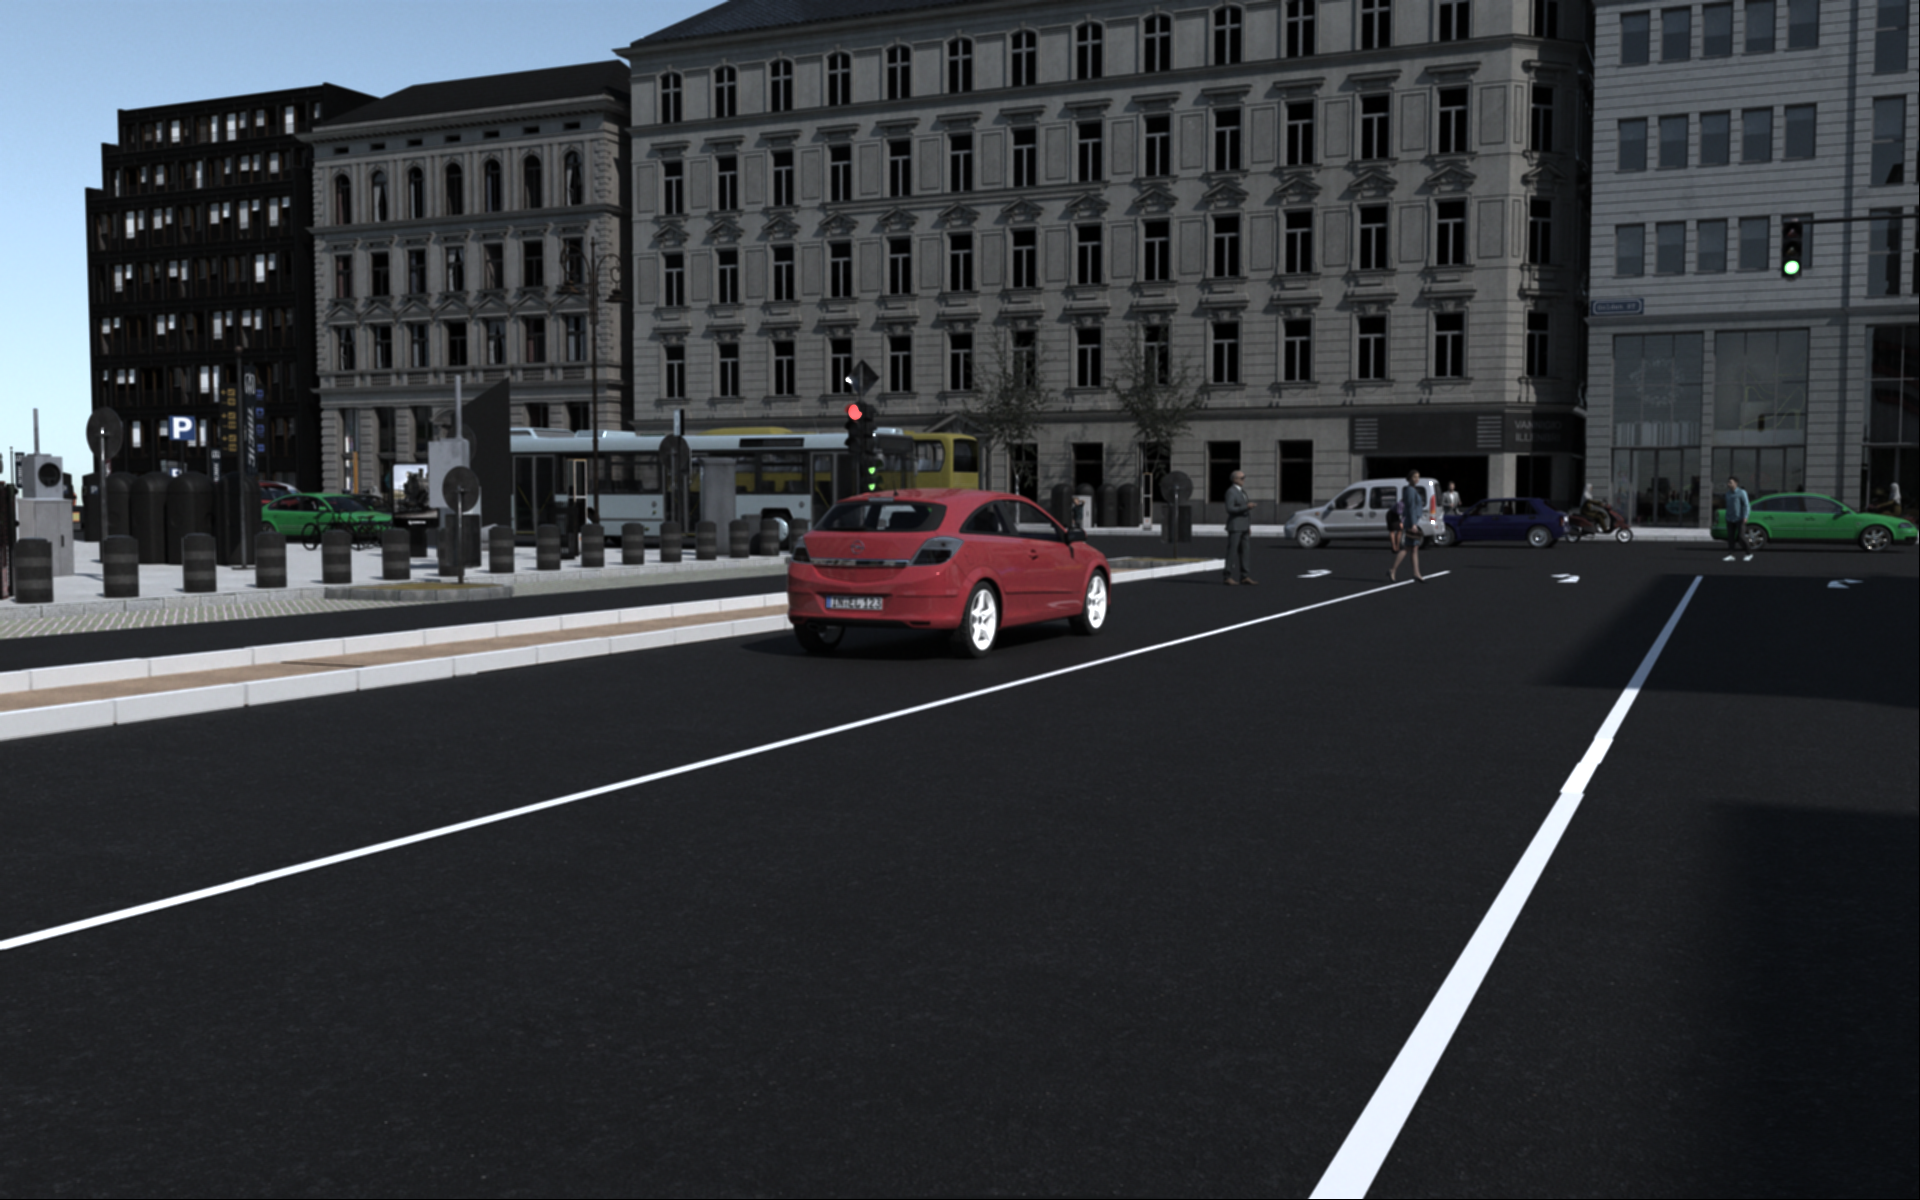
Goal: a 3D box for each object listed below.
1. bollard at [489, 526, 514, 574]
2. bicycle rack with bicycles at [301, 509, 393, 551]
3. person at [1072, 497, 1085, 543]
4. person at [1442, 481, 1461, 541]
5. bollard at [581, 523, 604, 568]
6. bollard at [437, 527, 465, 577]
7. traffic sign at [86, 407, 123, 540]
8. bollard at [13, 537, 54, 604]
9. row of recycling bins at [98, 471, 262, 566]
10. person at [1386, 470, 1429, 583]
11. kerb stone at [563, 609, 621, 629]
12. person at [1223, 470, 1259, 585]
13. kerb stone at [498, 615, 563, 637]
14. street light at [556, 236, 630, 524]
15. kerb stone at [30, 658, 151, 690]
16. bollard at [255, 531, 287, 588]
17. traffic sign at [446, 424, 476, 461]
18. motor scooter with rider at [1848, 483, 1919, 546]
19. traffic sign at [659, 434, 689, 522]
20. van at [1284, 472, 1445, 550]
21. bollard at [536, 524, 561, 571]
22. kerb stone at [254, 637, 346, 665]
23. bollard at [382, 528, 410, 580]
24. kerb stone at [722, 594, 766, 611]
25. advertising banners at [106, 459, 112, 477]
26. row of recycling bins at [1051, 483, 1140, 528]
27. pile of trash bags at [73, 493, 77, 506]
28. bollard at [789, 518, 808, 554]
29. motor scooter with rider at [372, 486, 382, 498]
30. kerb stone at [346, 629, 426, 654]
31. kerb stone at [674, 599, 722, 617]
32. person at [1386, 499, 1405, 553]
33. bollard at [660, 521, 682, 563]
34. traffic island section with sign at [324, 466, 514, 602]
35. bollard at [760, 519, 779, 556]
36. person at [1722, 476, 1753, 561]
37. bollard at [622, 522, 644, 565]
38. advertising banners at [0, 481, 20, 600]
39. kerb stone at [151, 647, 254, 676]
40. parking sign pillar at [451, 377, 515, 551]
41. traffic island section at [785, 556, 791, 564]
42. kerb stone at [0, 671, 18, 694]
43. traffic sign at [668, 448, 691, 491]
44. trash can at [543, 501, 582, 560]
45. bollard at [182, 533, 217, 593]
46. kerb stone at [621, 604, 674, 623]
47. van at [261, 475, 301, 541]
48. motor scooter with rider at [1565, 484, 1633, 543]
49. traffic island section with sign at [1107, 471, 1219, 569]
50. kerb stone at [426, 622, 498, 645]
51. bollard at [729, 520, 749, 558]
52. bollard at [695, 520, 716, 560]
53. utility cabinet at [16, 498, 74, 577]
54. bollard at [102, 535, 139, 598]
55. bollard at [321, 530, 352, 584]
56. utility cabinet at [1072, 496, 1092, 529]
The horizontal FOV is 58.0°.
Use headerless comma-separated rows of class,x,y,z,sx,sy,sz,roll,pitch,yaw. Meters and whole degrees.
bollard,-7.448,-0.820,28.130,0.404,0.777,0.398,0,3,0
bicycle rack with bicycles,-13.919,-1.641,40.210,2.852,0.926,2.925,3,5,39
person,3.344,-2.215,48.623,0.435,1.345,0.340,1,4,17
person,14.443,-2.576,50.811,0.606,1.804,0.583,-1,4,-13
bollard,-6.437,-0.955,30.339,0.404,0.777,0.398,0,3,0
bollard,-7.944,-0.753,27.035,0.404,0.777,0.398,0,3,0
traffic sign,-12.533,-1.544,25.354,0.768,2.556,0.104,2,4,26
bollard,-10.941,-0.351,20.453,0.404,0.777,0.398,0,3,0
row of recycling bins,-14.337,-1.509,31.788,3.534,1.692,1.069,1,4,20
person,7.250,-1.191,27.995,0.654,1.822,0.581,2,4,27
kerb stone,-4.027,0.216,18.667,0.120,0.150,1.000,2,4,24
person,4.450,-1.138,27.280,0.590,1.801,0.661,2,4,31
kerb stone,-4.449,0.274,17.716,0.120,0.150,1.000,2,4,24
street light,-6.586,-3.575,31.245,0.468,5.910,1.993,2,4,24
kerb stone,-6.583,0.559,13.052,0.120,0.150,1.000,2,4,24
bollard,-9.447,-0.552,23.741,0.404,0.777,0.398,0,3,0
traffic sign,-9.058,-1.910,31.342,0.768,2.556,0.104,2,4,30
motor scooter with rider,25.820,-2.416,48.474,1.986,1.779,0.876,2,4,24
traffic sign,-6.068,-2.235,36.640,0.768,2.556,0.104,2,4,26
van,10.616,-2.359,45.582,4.112,2.044,2.013,2,4,23
bollard,-6.947,-0.887,29.223,0.404,0.777,0.398,0,3,0
kerb stone,-5.729,0.446,14.918,0.120,0.150,1.000,2,4,24
bollard,-8.446,-0.686,25.938,0.404,0.777,0.398,0,3,0
kerb stone,-2.741,0.044,21.471,0.120,0.150,1.000,2,4,24
advertising banners,-41.397,-5.462,85.491,2.074,3.025,0.090,1,4,13
row of recycling bins,5.230,-3.635,66.551,3.534,1.692,1.069,-1,4,-17
pile of trash bags,-47.117,-5.259,95.734,3.447,1.369,1.912,1,4,23
bollard,-3.438,-1.359,36.930,0.404,0.777,0.398,0,3,0
motor scooter with rider,-22.140,-3.439,65.189,1.986,1.779,0.876,2,4,26
kerb stone,-5.306,0.392,15.852,0.120,0.150,1.000,2,4,24
kerb stone,-3.173,0.101,20.540,0.120,0.150,1.000,2,4,24
person,10.610,-1.837,41.761,0.421,1.427,0.697,-3,4,-38
bollard,-5.436,-1.090,32.545,0.404,0.777,0.398,0,3,0
traffic island section with sign,-7.309,-0.935,23.923,1.989,1.847,2.006,2,4,24
bollard,-3.940,-1.292,35.835,0.404,0.777,0.398,0,3,0
person,16.809,-1.765,37.374,0.620,1.820,0.660,-2,4,-25
bollard,-5.937,-1.023,31.438,0.404,0.777,0.398,0,3,0
advertising banners,-11.708,-1.525,21.125,0.090,3.025,2.074,-1,4,-20
kerb stone,-6.157,0.509,13.986,0.120,0.150,1.000,2,4,24
parking sign pillar,-10.975,-3.130,39.648,1.447,3.967,1.447,-1,4,-23
traffic island section,-2.079,-0.855,36.263,2.009,0.180,2.903,2,4,24
kerb stone,-7.006,0.619,12.118,0.120,0.150,1.000,2,4,24
traffic sign,-6.217,-2.213,38.318,0.606,2.300,0.079,2,4,26
trash can,-7.778,-1.362,33.918,0.748,1.137,0.748,0,3,0
bollard,-9.945,-0.485,22.646,0.404,0.777,0.398,0,3,0
kerb stone,-3.597,0.159,19.607,0.120,0.150,1.000,2,4,24
van,-21.321,-2.867,53.882,4.112,2.044,2.013,1,4,23
motor scooter with rider,18.653,-2.553,50.712,1.986,1.779,0.876,1,4,23
traffic island section with sign,4.029,-1.567,33.754,2.006,1.907,1.989,2,4,24
kerb stone,-4.880,0.331,16.785,0.120,0.150,1.000,2,4,24
bollard,-4.433,-1.225,34.738,0.404,0.777,0.398,0,3,0
bollard,-4.934,-1.157,33.638,0.404,0.777,0.398,0,3,0
utility cabinet,-14.107,-0.954,26.757,0.306,1.237,1.020,0,4,3
bollard,-10.444,-0.418,21.552,0.404,0.777,0.398,0,3,0
bollard,-8.943,-0.619,24.843,0.404,0.777,0.398,0,3,0
utility cabinet,4.531,-3.251,64.311,0.306,1.237,1.020,2,4,31
